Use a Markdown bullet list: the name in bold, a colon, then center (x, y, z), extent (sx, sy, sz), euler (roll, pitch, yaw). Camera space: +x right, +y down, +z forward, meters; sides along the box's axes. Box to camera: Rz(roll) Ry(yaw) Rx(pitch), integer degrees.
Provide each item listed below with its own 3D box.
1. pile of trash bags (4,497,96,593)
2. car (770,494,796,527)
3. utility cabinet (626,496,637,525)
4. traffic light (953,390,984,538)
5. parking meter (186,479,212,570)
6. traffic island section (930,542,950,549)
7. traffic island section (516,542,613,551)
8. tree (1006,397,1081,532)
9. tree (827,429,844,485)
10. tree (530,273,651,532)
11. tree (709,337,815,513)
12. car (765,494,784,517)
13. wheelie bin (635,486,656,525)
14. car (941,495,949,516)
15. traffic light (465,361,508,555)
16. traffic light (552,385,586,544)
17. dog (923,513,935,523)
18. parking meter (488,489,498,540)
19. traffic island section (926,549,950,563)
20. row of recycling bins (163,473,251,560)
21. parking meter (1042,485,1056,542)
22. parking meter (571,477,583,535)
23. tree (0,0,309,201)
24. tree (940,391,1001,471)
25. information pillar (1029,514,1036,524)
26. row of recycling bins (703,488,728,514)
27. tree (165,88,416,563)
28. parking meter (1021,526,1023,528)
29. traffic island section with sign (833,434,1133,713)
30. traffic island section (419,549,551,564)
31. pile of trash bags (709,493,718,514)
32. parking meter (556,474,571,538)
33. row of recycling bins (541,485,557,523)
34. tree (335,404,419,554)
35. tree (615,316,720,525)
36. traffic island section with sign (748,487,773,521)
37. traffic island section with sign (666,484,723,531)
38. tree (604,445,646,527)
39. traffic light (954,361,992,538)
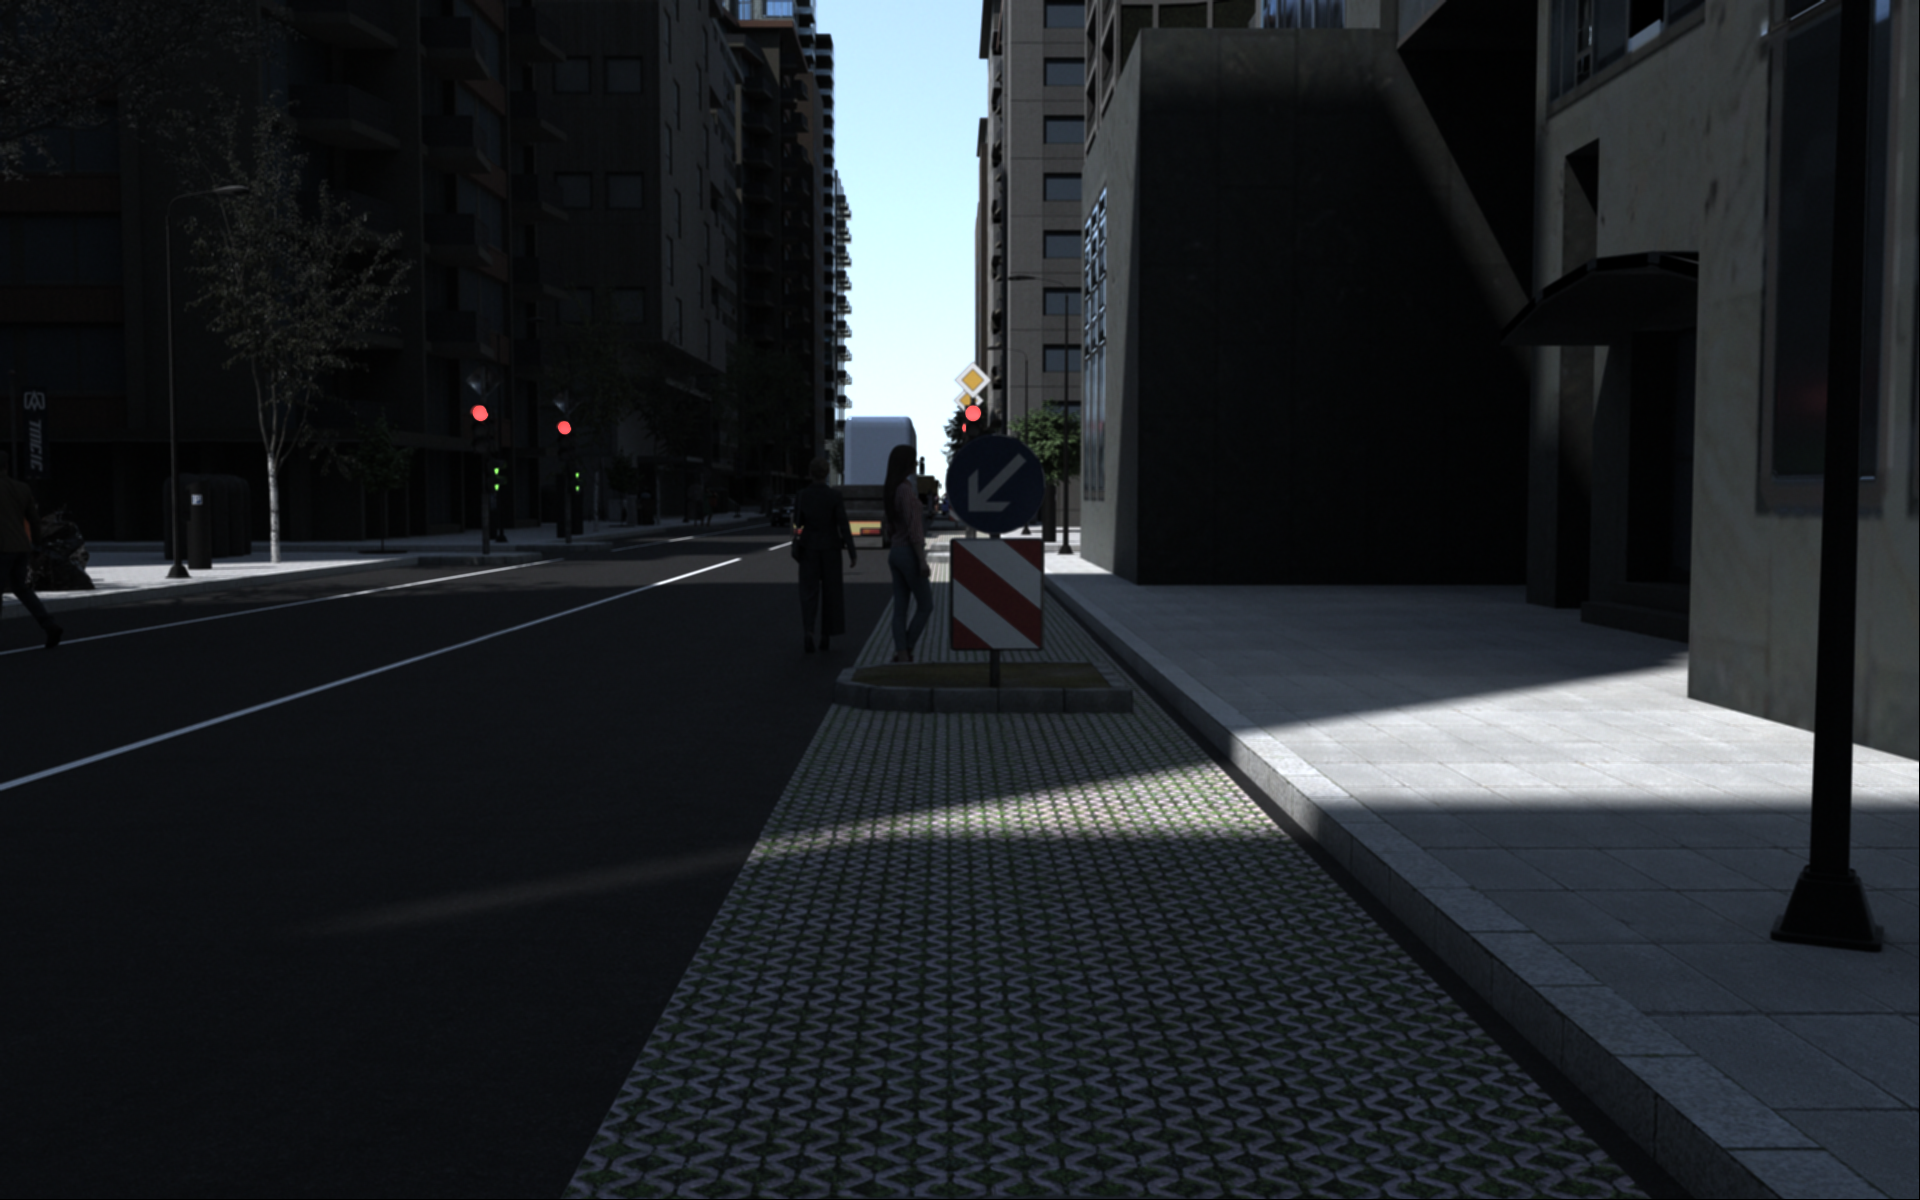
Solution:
- **pile of trash bags**: center (-13.020, -0.863, 23.859), extent (1.912, 1.369, 3.447), euler (-2, 4, -28)
- **car**: center (-7.453, -4.152, 77.669), extent (2.009, 1.686, 4.222), euler (0, 4, 2)
- **utility cabinet**: center (-13.592, -3.782, 73.004), extent (0.306, 1.237, 1.020), euler (2, 4, 33)
- **traffic light**: center (0.202, -3.416, 44.768), extent (0.839, 4.253, 0.868), euler (0, 4, 0)
- **parking meter**: center (-12.976, -1.291, 29.523), extent (0.372, 1.533, 0.369), euler (0, 3, 0)
- **traffic island section**: center (0.242, -1.382, 44.882), extent (2.009, 0.180, 2.903), euler (0, 4, 0)
- **traffic island section**: center (-10.149, -1.378, 44.818), extent (2.009, 0.180, 2.903), euler (0, 4, 0)
- **tree**: center (2.970, -4.578, 58.568), extent (4.285, 4.588, 4.351), euler (0, 3, 0)
- **tree**: center (-13.262, -15.027, 196.052), extent (4.737, 8.622, 4.395), euler (0, 3, 0)
- **tree**: center (-12.331, -6.598, 58.239), extent (4.737, 8.622, 4.395), euler (0, 3, 0)
- **tree**: center (-13.295, -11.616, 115.672), extent (9.928, 11.665, 9.643), euler (0, 3, 0)
- **car**: center (-10.272, -5.416, 100.553), extent (2.014, 1.417, 4.499), euler (0, 4, -1)
- **wheelie bin**: center (-12.994, -3.889, 71.496), extent (0.693, 1.594, 0.980), euler (-3, 4, -39)
- **car**: center (-0.343, -6.486, 115.630), extent (1.945, 1.707, 3.694), euler (0, 4, 1)
- **traffic light**: center (-10.056, -2.922, 36.699), extent (0.839, 4.253, 0.868), euler (0, 4, 0)
- **traffic light**: center (-10.109, -3.411, 44.684), extent (0.839, 4.253, 0.868), euler (0, 4, 0)
- **dog**: center (-1.552, -4.145, 87.062), extent (0.540, 0.507, 0.406), euler (-2, 4, -24)
- **parking meter**: center (-13.188, -2.460, 48.631), extent (0.372, 1.533, 0.369), euler (0, 3, 0)
- **traffic island section**: center (0.295, -0.894, 36.897), extent (2.009, 0.180, 2.903), euler (0, 4, 0)
- **row of recycling bins**: center (-15.283, -1.726, 35.336), extent (1.069, 1.692, 3.534), euler (0, 4, -6)
- **parking meter**: center (2.377, -2.310, 46.173), extent (0.372, 1.533, 0.369), euler (0, 3, 0)
- **parking meter**: center (-12.060, -2.981, 54.453), extent (0.255, 1.863, 0.399), euler (2, 4, 32)
- **tree**: center (-12.663, -6.632, 18.806), extent (12.009, 13.543, 11.850), euler (0, 3, 0)
- **tree**: center (2.460, -18.210, 204.383), extent (9.857, 13.997, 8.962), euler (0, 3, 0)
- **information pillar**: center (3.089, -4.223, 73.534), extent (0.304, 2.012, 0.304), euler (0, 4, 5)
- **row of recycling bins**: center (-16.188, -6.582, 114.734), extent (1.069, 1.692, 3.534), euler (1, 4, 10)
- **tree**: center (-12.535, -4.984, 31.847), extent (4.360, 8.622, 3.978), euler (0, 3, 0)
- **parking meter**: center (2.200, -3.696, 66.147), extent (0.255, 1.863, 0.399), euler (3, 5, 44)
- **traffic island section with sign**: center (0.125, -0.218, 12.190), extent (1.989, 1.847, 2.006), euler (0, 4, 0)
- **traffic island section**: center (-10.096, -0.890, 36.834), extent (2.009, 0.180, 2.903), euler (0, 4, 0)
- **pile of trash bags**: center (-17.199, -6.215, 111.363), extent (3.447, 1.369, 1.912), euler (1, 4, 13)
- **parking meter**: center (-11.628, -2.746, 50.604), extent (0.255, 1.863, 0.399), euler (0, 4, -1)
- **row of recycling bins**: center (-18.163, -4.354, 78.297), extent (1.069, 1.692, 3.534), euler (1, 4, 9)
- **tree**: center (-12.459, -2.622, 37.467), extent (1.663, 3.219, 1.824), euler (0, 3, 0)
- **tree**: center (-12.466, -7.480, 72.659), extent (4.360, 8.622, 3.978), euler (0, 3, 0)
- **traffic island section with sign**: center (-10.479, -5.244, 94.365), extent (1.989, 1.847, 2.006), euler (0, 4, 0)
- **traffic island section with sign**: center (-10.302, -3.595, 67.411), extent (1.989, 1.847, 2.006), euler (0, 4, 0)
- **tree**: center (-13.142, -4.484, 67.915), extent (1.663, 3.219, 1.824), euler (0, 3, 0)
- **traffic light**: center (0.255, -2.927, 36.783), extent (0.839, 4.253, 0.868), euler (0, 4, 0)
